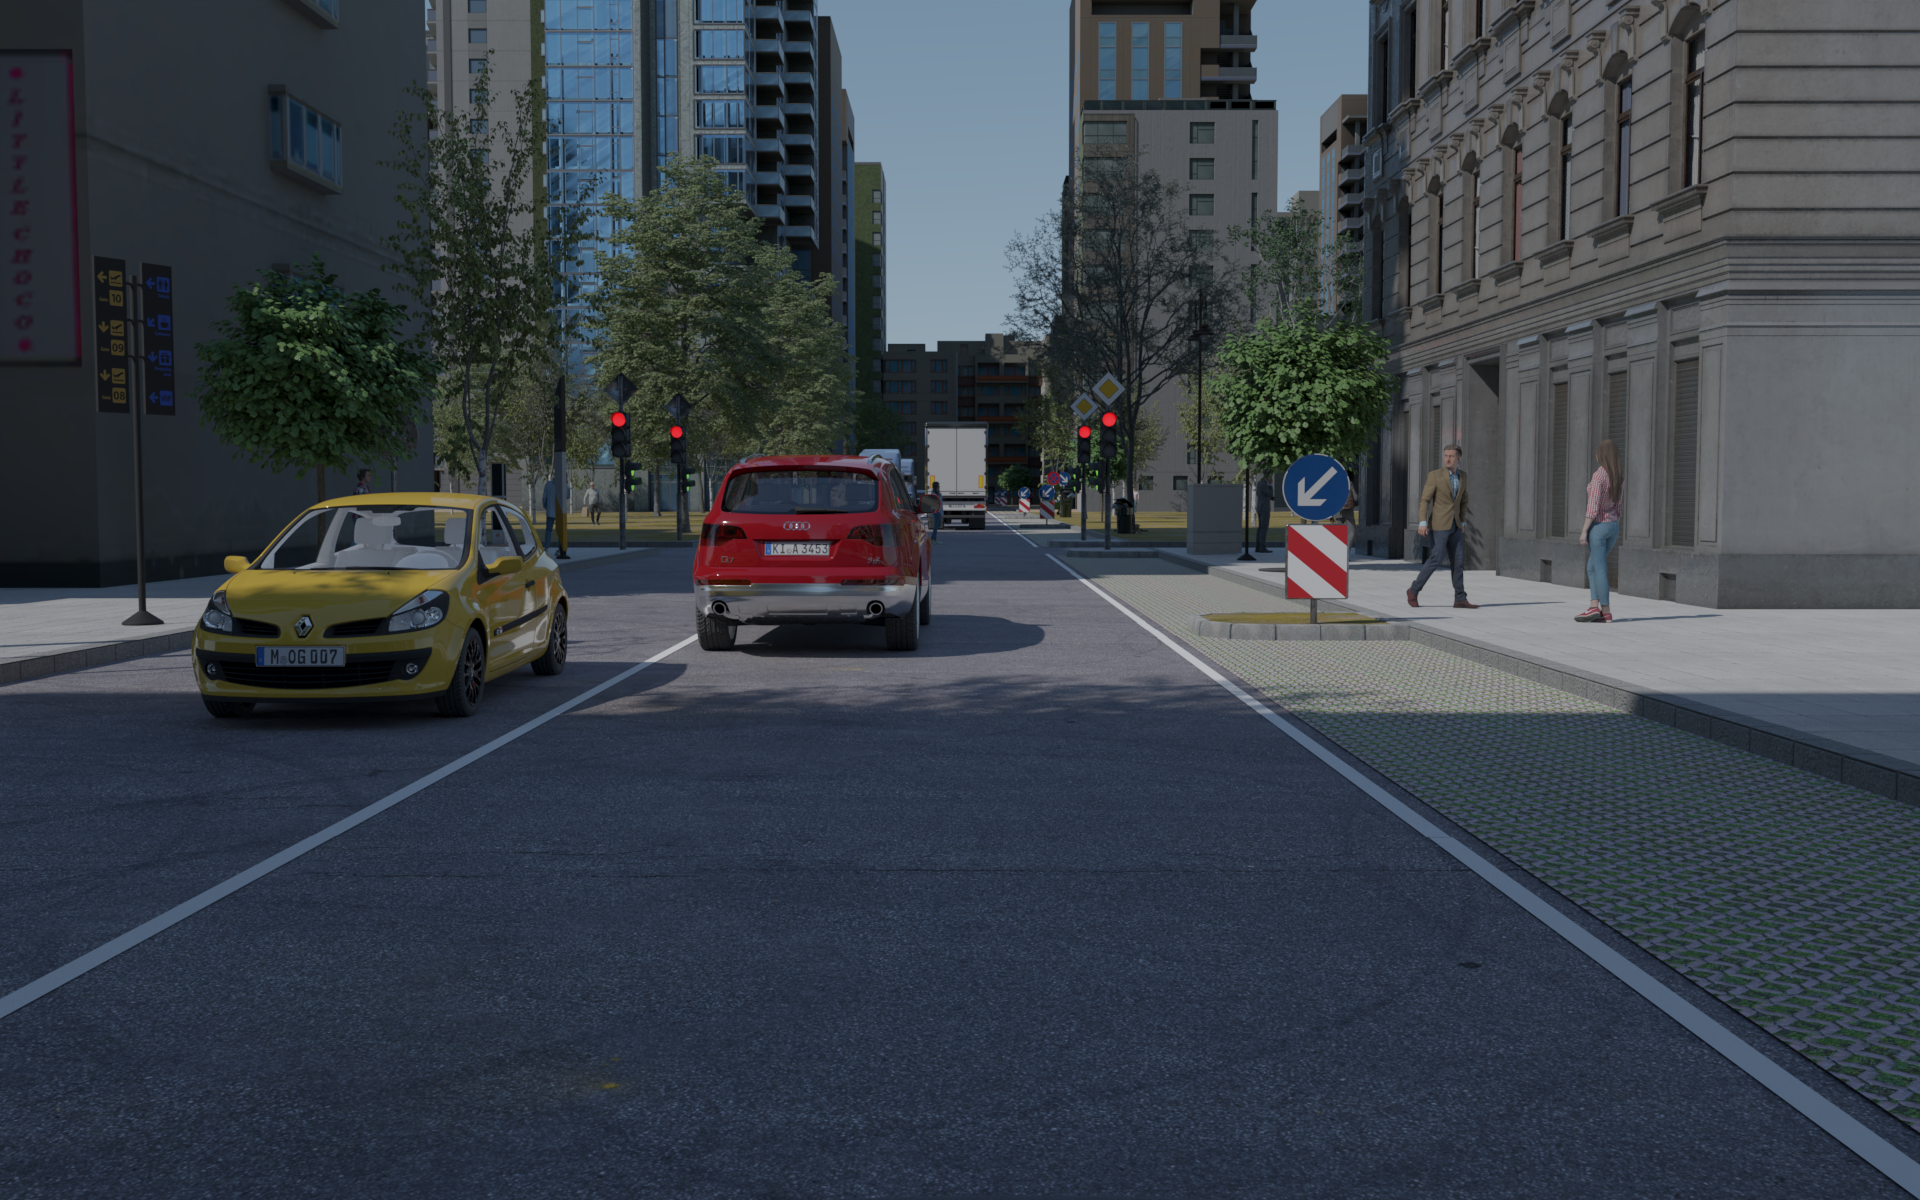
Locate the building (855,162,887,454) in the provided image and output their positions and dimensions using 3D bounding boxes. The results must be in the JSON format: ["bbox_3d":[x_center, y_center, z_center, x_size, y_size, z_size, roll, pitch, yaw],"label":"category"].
[{"bbox_3d":[-16.316,-32.562,215.982,14.086,41.232,14.154,0,3,0],"label":"building"}]

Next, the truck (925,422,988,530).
[{"bbox_3d":[-0.152,-5.138,72.919,2.839,4.237,11.283,0,4,0],"label":"truck"}]

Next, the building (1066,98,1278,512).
[{"bbox_3d":[15.773,-21.939,130.408,14.160,30.474,14.107,0,3,0],"label":"building"}]

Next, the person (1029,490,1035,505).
[{"bbox_3d":[8.065,-11.684,197.764,1.217,1.739,0.721,-2,4,-25],"label":"person"}]

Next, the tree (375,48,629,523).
[{"bbox_3d":[-8.089,-4.855,29.747,4.737,8.622,4.395,0,3,0],"label":"tree"}]

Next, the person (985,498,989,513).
[{"bbox_3d":[1.824,-7.179,129.105,0.697,1.427,0.421,-2,4,-30],"label":"person"}]

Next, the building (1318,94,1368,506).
[{"bbox_3d":[47.279,-32.876,187.631,14.200,45.320,14.600,0,3,0],"label":"building"}]

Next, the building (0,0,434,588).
[{"bbox_3d":[-22.214,-24.636,26.504,21.600,48.544,21.300,0,3,0],"label":"building"}]

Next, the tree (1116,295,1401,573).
[{"bbox_3d":[5.628,-2.750,28.680,4.285,4.588,4.351,0,3,0],"label":"tree"}]

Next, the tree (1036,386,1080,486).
[{"bbox_3d":[6.550,-9.888,112.037,4.737,8.622,4.395,0,3,0],"label":"tree"}]

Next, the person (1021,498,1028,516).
[{"bbox_3d":[3.991,-5.989,106.910,0.515,1.767,0.782,1,4,15],"label":"person"}]

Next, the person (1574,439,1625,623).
[{"bbox_3d":[6.411,-0.687,17.282,0.388,1.821,0.555,3,5,45],"label":"person"}]

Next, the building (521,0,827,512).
[{"bbox_3d":[-21.471,-50.418,137.010,22.319,86.520,31.000,0,3,0],"label":"building"}]

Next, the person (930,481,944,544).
[{"bbox_3d":[-0.693,-2.501,49.652,0.793,1.790,0.793,-2,4,-25],"label":"person"}]

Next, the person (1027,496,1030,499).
[{"bbox_3d":[6.506,-9.858,167.939,0.721,1.735,1.217,2,4,32],"label":"person"}]

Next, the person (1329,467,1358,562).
[{"bbox_3d":[7.317,-1.658,33.117,0.622,1.834,0.822,2,4,27],"label":"person"}]

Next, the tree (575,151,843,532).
[{"bbox_3d":[-9.014,-8.530,57.590,7.486,12.596,7.792,0,3,0],"label":"tree"}]

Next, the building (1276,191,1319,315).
[{"bbox_3d":[46.173,-32.573,224.450,23.993,40.220,32.217,0,3,0],"label":"building"}]

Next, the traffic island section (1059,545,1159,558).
[{"bbox_3d":[3.429,-1.083,39.986,2.009,0.180,2.903,0,3,0],"label":"traffic island section"}]

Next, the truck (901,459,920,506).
[{"bbox_3d":[-4.577,-9.106,138.648,2.967,4.110,18.799,0,4,1],"label":"truck"}]

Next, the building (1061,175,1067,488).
[{"bbox_3d":[16.230,-23.714,159.424,14.160,30.474,14.107,0,3,0],"label":"building"}]

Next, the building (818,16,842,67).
[{"bbox_3d":[-18.289,-31.237,160.835,14.600,45.320,14.200,0,3,0],"label":"building"}]

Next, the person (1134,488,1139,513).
[{"bbox_3d":[10.919,-6.226,108.504,0.731,1.740,0.598,2,4,24],"label":"person"}]

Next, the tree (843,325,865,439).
[{"bbox_3d":[-8.400,-9.878,79.632,7.486,12.596,7.792,0,3,0],"label":"tree"}]

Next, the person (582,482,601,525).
[{"bbox_3d":[-15.203,-3.968,71.401,0.782,1.767,0.515,-2,4,-27],"label":"person"}]

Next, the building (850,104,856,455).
[{"bbox_3d":[-18.931,-32.921,188.373,14.200,45.320,14.600,0,3,0],"label":"building"}]

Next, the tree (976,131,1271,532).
[{"bbox_3d":[5.752,-9.098,59.124,12.009,13.543,11.850,0,3,0],"label":"tree"}]

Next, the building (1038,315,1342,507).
[{"bbox_3d":[22.996,-20.602,181.875,27.650,21.520,28.899,0,3,0],"label":"building"}]

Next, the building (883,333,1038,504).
[{"bbox_3d":[5.189,-23.141,223.389,28.899,21.520,27.650,0,3,0],"label":"building"}]

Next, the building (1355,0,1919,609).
[{"bbox_3d":[13.119,-10.909,27.513,9.793,20.994,18.267,0,3,0],"label":"building"}]

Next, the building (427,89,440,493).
[{"bbox_3d":[-62.490,-32.902,188.063,14.200,45.320,14.600,0,3,0],"label":"building"}]

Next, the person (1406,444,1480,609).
[{"bbox_3d":[5.415,-0.826,19.455,0.836,1.842,0.656,2,4,35],"label":"person"}]

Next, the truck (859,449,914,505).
[{"bbox_3d":[-4.593,-7.350,109.938,2.967,4.110,18.799,0,4,1],"label":"truck"}]

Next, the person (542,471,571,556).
[{"bbox_3d":[-8.389,-1.809,35.883,0.793,1.790,0.793,3,5,44],"label":"person"}]

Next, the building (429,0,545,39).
[{"bbox_3d":[-40.876,-39.299,184.545,28.212,58.520,21.231,0,3,0],"label":"building"}]

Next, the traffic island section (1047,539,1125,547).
[{"bbox_3d":[3.445,-1.571,47.971,2.009,0.180,2.903,0,3,0],"label":"traffic island section"}]

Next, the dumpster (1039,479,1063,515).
[{"bbox_3d":[5.599,-6.313,105.707,1.502,2.255,1.985,0,4,0],"label":"dumpster"}]

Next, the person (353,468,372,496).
[{"bbox_3d":[-10.326,-1.401,29.786,0.643,1.720,0.563,-2,4,-27],"label":"person"}]

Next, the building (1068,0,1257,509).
[{"bbox_3d":[16.388,-30.247,144.655,14.600,45.320,14.200,0,3,0],"label":"building"}]

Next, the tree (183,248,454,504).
[{"bbox_3d":[-8.582,-2.417,23.229,4.285,4.588,4.351,0,3,0],"label":"tree"}]

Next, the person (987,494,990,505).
[{"bbox_3d":[2.972,-10.611,185.221,0.421,1.427,0.697,-2,4,-34],"label":"person"}]

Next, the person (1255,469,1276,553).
[{"bbox_3d":[6.703,-1.961,37.904,0.447,1.846,0.655,0,4,-7],"label":"person"}]

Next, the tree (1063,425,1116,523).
[{"bbox_3d":[6.320,-5.761,77.900,4.285,4.588,4.351,0,3,0],"label":"tree"}]
